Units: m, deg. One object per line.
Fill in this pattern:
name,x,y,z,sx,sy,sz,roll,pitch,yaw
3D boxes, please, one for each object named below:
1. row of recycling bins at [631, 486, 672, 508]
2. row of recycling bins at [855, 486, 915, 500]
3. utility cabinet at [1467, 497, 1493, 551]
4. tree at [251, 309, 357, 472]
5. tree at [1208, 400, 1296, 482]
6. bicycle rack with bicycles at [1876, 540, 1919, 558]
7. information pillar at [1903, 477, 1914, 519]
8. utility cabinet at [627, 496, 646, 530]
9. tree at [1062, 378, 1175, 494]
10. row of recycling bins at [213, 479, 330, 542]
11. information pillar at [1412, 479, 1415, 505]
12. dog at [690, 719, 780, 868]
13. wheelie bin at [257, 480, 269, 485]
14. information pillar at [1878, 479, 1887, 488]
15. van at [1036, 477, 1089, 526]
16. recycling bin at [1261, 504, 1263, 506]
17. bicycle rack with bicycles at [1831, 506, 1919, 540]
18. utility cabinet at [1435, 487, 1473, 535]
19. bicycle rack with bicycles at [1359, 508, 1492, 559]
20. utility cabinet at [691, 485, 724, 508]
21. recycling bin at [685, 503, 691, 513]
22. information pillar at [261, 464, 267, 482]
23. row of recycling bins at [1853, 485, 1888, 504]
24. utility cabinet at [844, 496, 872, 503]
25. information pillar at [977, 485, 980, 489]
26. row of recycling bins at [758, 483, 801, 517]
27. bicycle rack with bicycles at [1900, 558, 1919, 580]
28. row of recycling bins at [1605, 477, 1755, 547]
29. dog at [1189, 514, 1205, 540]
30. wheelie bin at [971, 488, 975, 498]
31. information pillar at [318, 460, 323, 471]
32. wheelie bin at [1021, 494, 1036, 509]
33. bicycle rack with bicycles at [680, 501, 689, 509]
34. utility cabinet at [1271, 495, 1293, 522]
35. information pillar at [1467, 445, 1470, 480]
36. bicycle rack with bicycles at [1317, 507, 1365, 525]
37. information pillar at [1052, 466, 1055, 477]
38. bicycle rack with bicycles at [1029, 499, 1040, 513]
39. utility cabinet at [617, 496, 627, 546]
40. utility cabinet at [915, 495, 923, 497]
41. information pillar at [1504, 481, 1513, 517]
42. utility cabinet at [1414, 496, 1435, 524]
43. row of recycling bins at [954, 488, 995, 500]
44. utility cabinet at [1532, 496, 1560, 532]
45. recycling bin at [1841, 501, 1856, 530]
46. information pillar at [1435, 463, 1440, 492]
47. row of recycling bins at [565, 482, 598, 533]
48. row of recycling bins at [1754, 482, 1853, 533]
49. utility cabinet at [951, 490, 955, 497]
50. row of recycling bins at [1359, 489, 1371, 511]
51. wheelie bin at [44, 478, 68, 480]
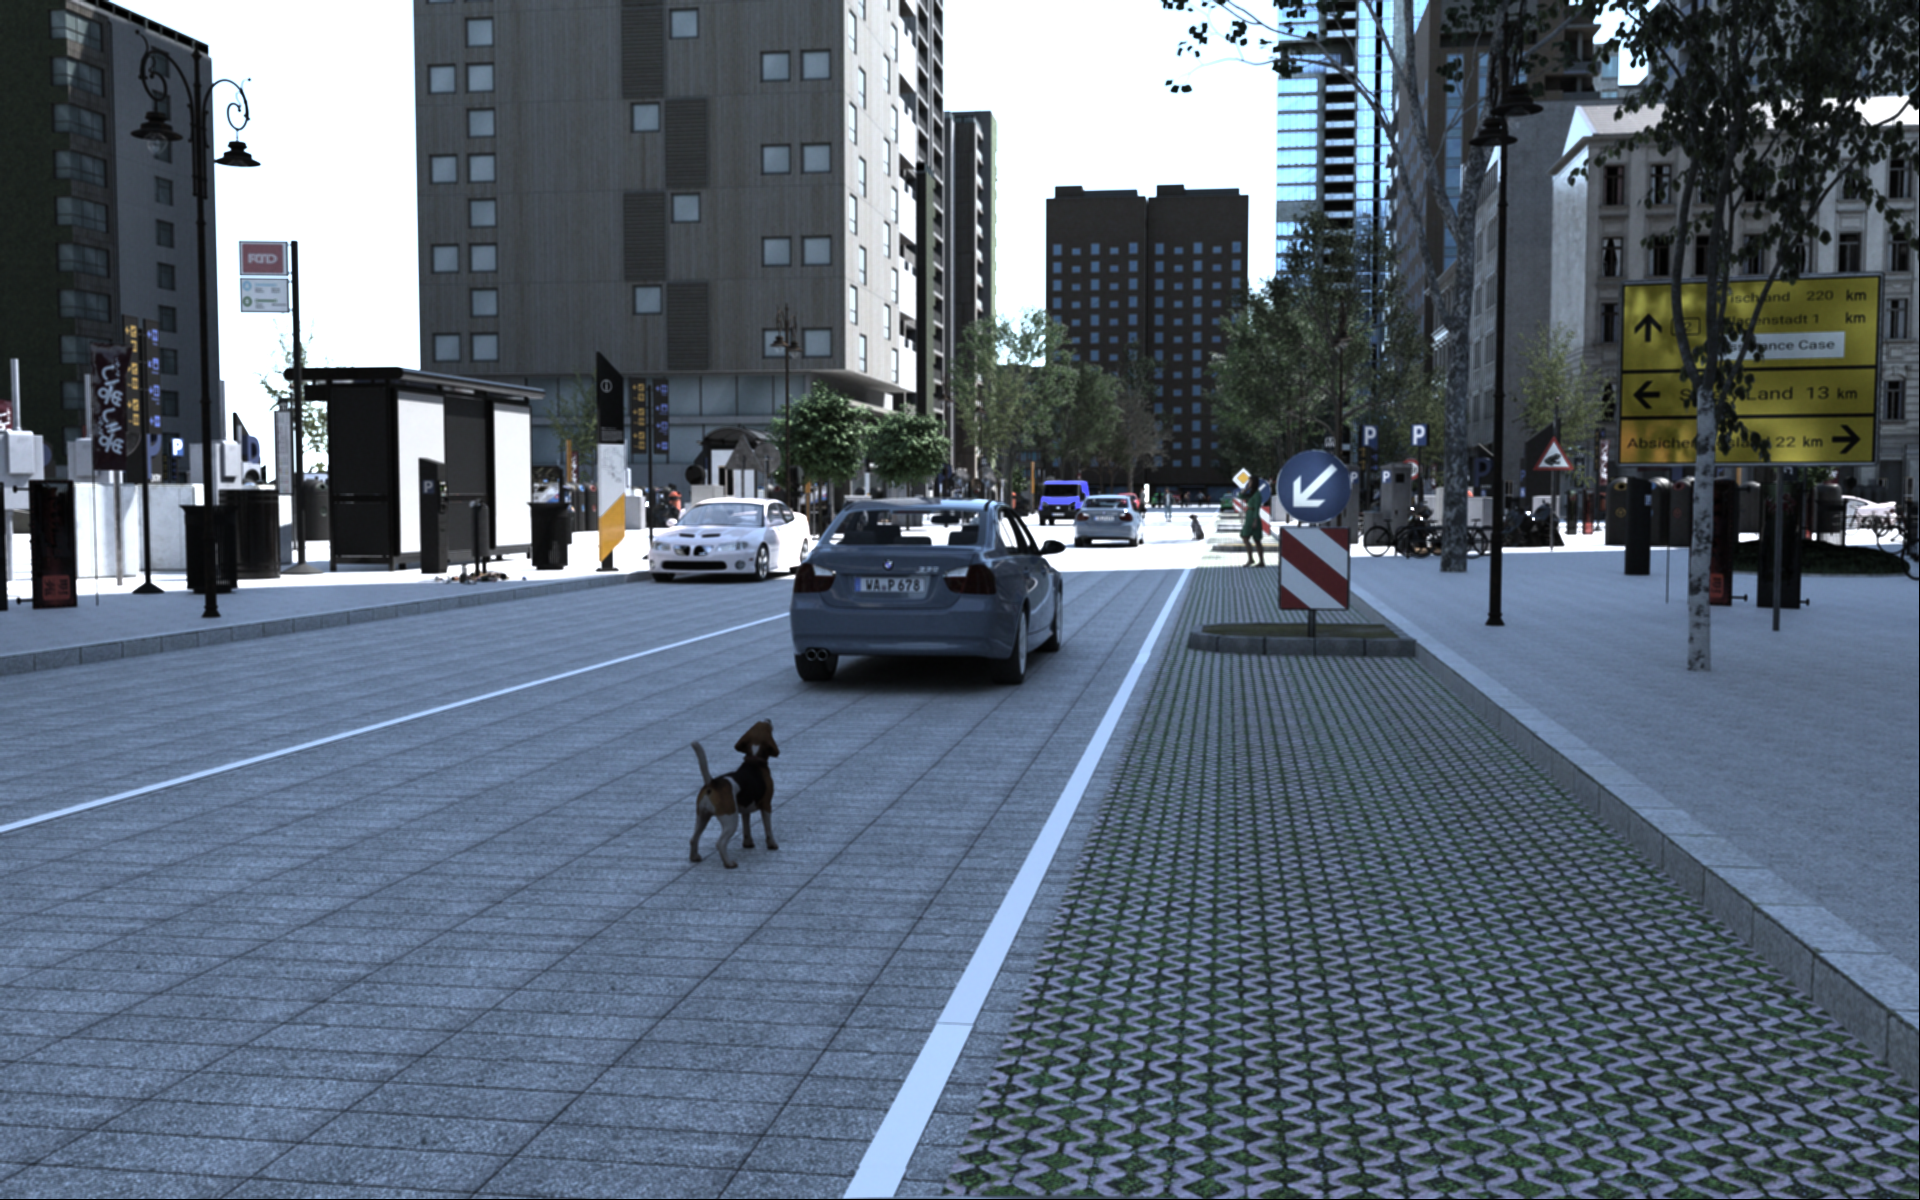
row of recycling bins,-16.620,-5.209,92.273,1.069,1.692,3.534,2,4,28
row of recycling bins,-4.010,-5.192,92.006,3.534,1.692,1.069,2,4,25
utility cabinet,11.777,-1.724,39.353,0.306,1.237,1.020,-1,4,-10
tree,-25.637,-7.203,68.131,4.737,8.622,4.395,0,3,0
tree,29.188,-15.315,167.412,9.611,12.733,9.660,0,3,0
bicycle rack with bicycles,21.292,-1.413,36.479,2.852,0.926,2.925,-3,5,-41
information pillar,41.735,-4.388,76.233,0.304,2.012,0.304,1,4,10
utility cabinet,-11.639,-3.092,61.712,1.020,1.237,0.306,3,4,37
tree,15.839,-16.495,180.060,12.009,13.543,11.850,0,3,0
row of recycling bins,-18.780,-2.415,46.592,3.534,1.692,1.069,-3,5,-42
information pillar,33.026,-8.273,126.618,0.504,3.616,0.183,3,4,36
dog,-0.893,0.761,6.851,0.406,0.507,0.540,-1,4,-17
wheelie bin,-15.538,-1.877,38.596,0.693,1.594,0.980,-3,4,-36
information pillar,43.690,-4.745,82.073,0.304,2.012,0.304,-2,4,-29
van,4.825,-4.611,79.774,2.240,2.365,5.245,1,4,10
recycling bin,22.023,-6.959,126.336,0.722,1.027,0.722,2,4,32
bicycle rack with bicycles,28.152,-2.405,52.709,2.925,0.926,2.852,-1,4,-16
utility cabinet,15.489,-2.792,54.330,1.173,1.500,0.318,-1,4,-18
bicycle rack with bicycles,9.699,-1.334,35.201,2.925,0.926,2.852,0,4,8
utility cabinet,-5.995,-1.991,41.238,0.318,1.500,1.173,-2,4,-35
recycling bin,-7.496,-2.298,50.133,0.722,1.027,0.722,-3,4,-36
information pillar,-52.756,-8.556,131.249,0.504,3.616,0.183,-2,4,-31
row of recycling bins,41.250,-4.395,78.977,3.534,1.692,1.069,-3,4,-38
utility cabinet,-3.798,-3.261,64.476,1.020,1.237,0.306,0,4,-5
information pillar,1.579,-8.270,139.702,0.304,2.012,0.304,-3,5,-43
row of recycling bins,-7.037,-3.570,65.489,3.534,1.692,1.069,2,4,30
bicycle rack with bicycles,15.470,-0.698,24.793,2.852,0.926,2.925,-1,4,-9
row of recycling bins,17.453,-2.165,42.504,1.069,1.692,3.534,-2,4,-34
dog,7.353,-2.260,53.792,0.513,0.831,0.800,1,4,8
wheelie bin,0.331,-5.088,91.096,0.980,1.594,0.693,-3,4,-38
information pillar,-44.461,-7.897,120.467,0.504,3.616,0.183,2,4,32
wheelie bin,5.134,-7.620,132.494,0.980,1.594,0.693,-1,4,-17
bicycle rack with bicycles,-13.159,-4.567,88.045,2.852,0.926,2.925,3,4,39
utility cabinet,14.677,-4.144,78.916,1.020,1.237,0.306,-2,4,-24
information pillar,22.595,-5.257,77.298,0.183,3.616,0.504,3,4,36
bicycle rack with bicycles,11.299,-2.176,48.955,2.925,0.926,2.852,0,4,-5
information pillar,7.848,-9.439,145.678,0.183,3.616,0.504,1,4,18
bicycle rack with bicycles,6.901,-7.655,138.538,2.925,0.926,2.852,3,4,38
utility cabinet,-8.569,-1.932,42.742,0.306,1.237,1.020,0,4,5
utility cabinet,-2.229,-5.028,93.369,0.306,1.237,1.020,1,4,14
information pillar,30.910,-5.696,97.622,0.304,2.012,0.304,-3,4,-36
utility cabinet,19.854,-3.819,73.607,1.020,1.237,0.306,0,4,-2
row of recycling bins,0.800,-7.218,125.128,3.534,1.692,1.069,0,4,6
utility cabinet,18.998,-2.754,56.192,0.306,1.237,1.020,-1,4,-19
recycling bin,31.592,-3.031,62.112,0.722,1.027,0.722,-2,4,-26
information pillar,36.217,-8.557,131.265,0.183,3.616,0.504,-1,4,-19
row of recycling bins,-12.990,-3.175,59.020,1.069,1.692,3.534,1,4,11
row of recycling bins,27.468,-3.071,57.320,3.534,1.692,1.069,0,4,-7
utility cabinet,-0.122,-5.957,106.083,0.318,1.500,1.173,-3,4,-38
row of recycling bins,30.977,-7.820,134.966,3.534,1.692,1.069,-3,5,-42
wheelie bin,-17.643,-1.582,33.767,0.980,1.594,0.693,-2,4,-25
